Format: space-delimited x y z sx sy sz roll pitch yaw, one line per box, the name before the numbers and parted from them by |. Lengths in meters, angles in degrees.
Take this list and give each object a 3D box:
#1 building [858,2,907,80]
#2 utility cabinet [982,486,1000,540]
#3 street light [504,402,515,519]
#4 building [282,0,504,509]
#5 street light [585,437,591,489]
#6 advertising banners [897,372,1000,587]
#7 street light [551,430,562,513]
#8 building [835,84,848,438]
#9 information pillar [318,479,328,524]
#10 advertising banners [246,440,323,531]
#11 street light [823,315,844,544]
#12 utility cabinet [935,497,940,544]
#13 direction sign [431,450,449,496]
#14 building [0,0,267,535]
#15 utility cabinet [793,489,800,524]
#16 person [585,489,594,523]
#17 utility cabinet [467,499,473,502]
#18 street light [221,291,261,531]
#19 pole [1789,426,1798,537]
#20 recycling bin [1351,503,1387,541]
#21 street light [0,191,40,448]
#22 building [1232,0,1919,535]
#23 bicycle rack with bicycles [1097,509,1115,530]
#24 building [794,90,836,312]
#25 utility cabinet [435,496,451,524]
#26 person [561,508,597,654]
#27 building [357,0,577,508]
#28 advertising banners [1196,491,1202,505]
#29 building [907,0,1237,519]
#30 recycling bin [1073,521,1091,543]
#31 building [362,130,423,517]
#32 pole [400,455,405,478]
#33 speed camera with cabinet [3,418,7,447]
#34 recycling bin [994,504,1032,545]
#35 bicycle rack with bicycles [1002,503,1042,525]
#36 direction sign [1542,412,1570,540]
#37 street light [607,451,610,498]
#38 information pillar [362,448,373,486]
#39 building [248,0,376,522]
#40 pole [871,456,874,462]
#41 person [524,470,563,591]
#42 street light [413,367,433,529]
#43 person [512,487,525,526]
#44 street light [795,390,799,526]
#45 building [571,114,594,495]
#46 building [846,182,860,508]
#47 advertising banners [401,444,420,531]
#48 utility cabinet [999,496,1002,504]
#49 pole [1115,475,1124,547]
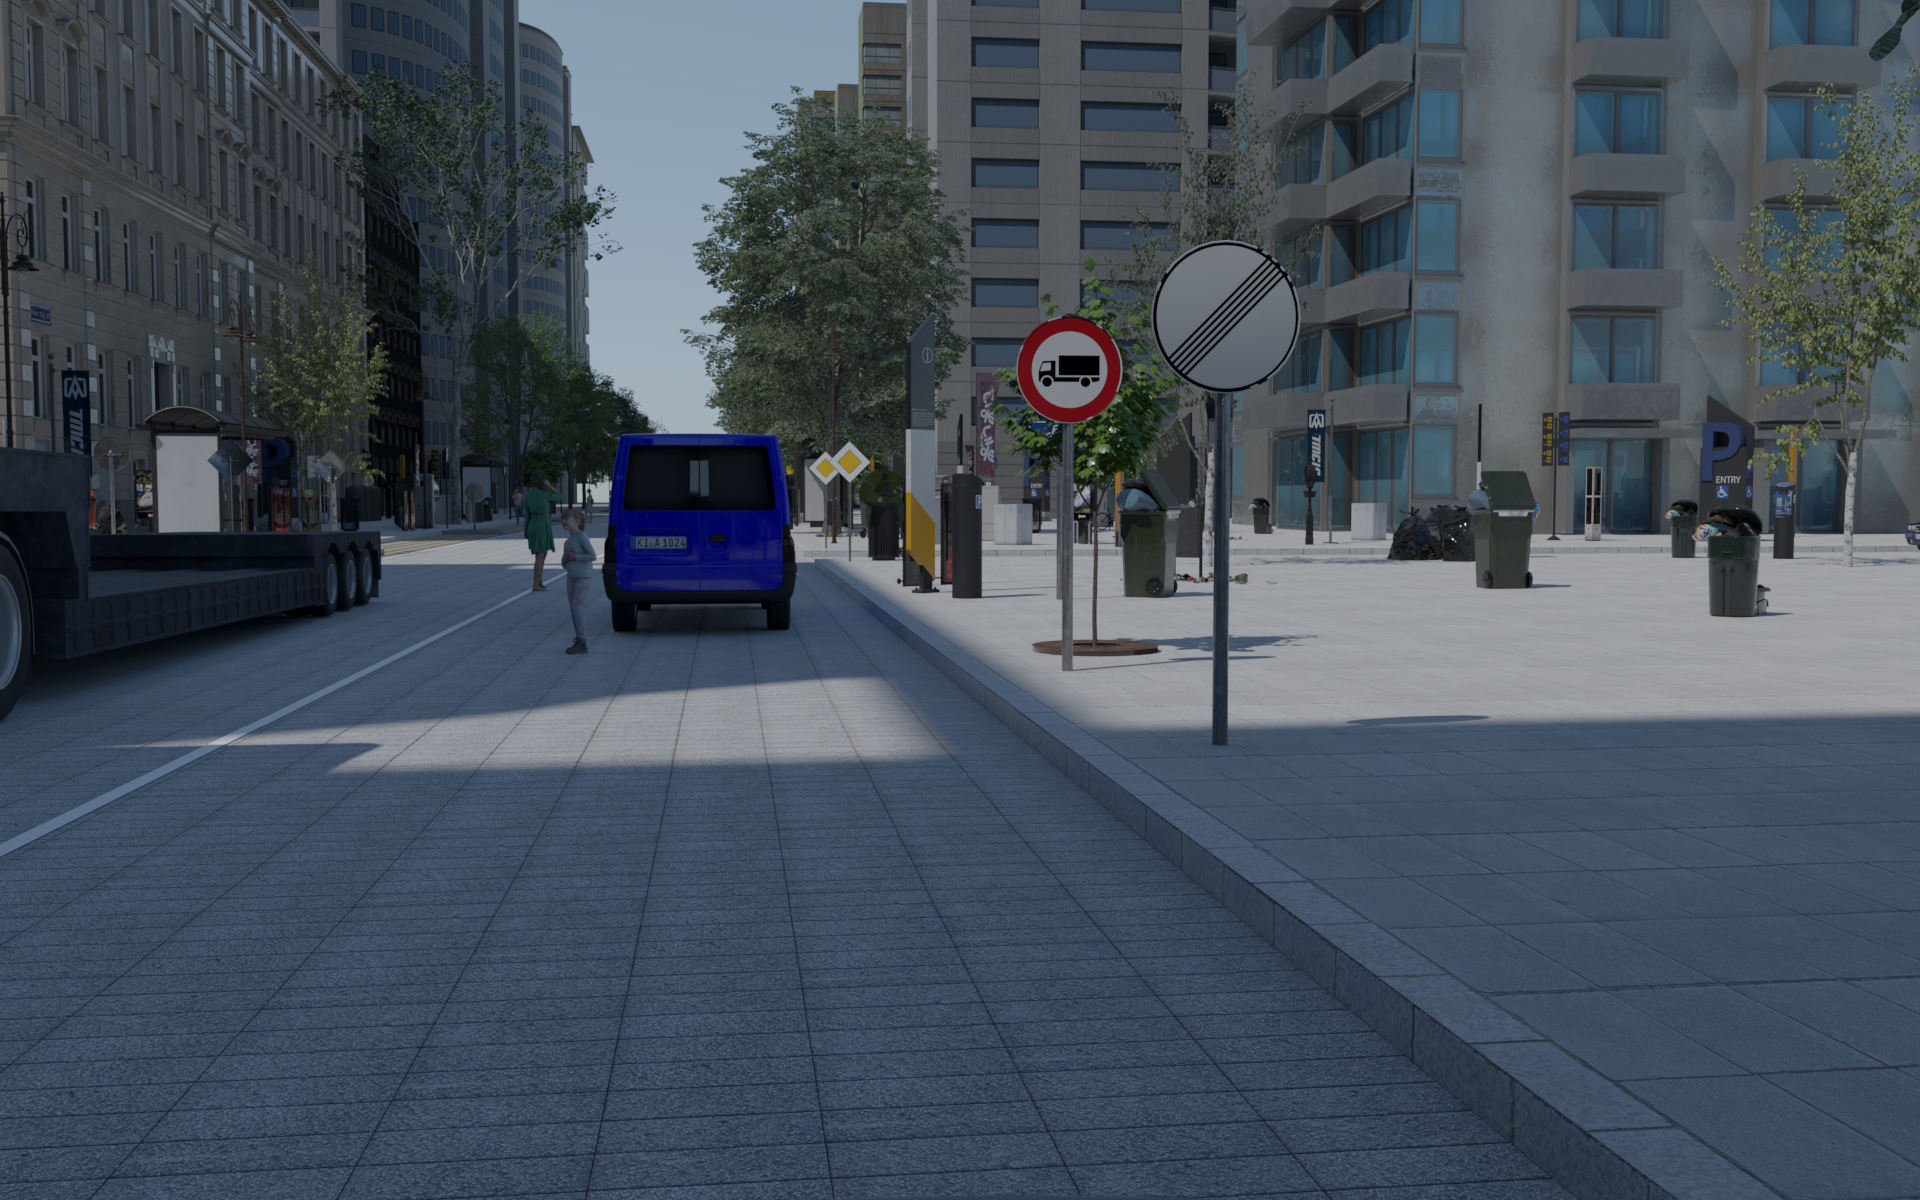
building | -1.803 -28.468 149.053 14.154 41.232 14.086 0 4 -8
utility cabinet | 0.480 -2.362 47.289 1.173 1.500 0.318 1 4 9
street light | -22.712 -7.004 87.297 0.468 5.910 1.993 0 4 -8
building | -50.958 -37.333 152.388 21.231 58.520 28.212 0 4 -8
street light | -29.706 -10.148 138.708 0.468 5.910 1.993 0 4 -8
advertising banners | -0.119 -1.736 24.566 0.090 3.025 2.074 3 5 44
street light | -25.866 -8.420 110.451 0.468 5.910 1.993 0 4 -8
building | -5.809 -30.178 177.003 14.154 41.232 14.086 0 4 -8
information pillar | -27.720 -4.334 75.356 0.304 2.012 0.304 1 4 8
advertising banners | -18.151 -3.069 46.362 2.074 3.025 0.090 -3 4 -36
street light | -3.268 -4.406 44.819 0.468 5.910 1.993 0 4 -8
utility cabinet | -0.913 -2.010 44.030 1.020 1.237 0.306 -2 4 -33
direction sign | -26.794 -5.954 89.345 0.876 3.537 0.379 -2 4 -26
building | -32.177 -15.853 56.466 12.463 27.353 25.104 0 4 -8
utility cabinet | -7.073 -3.925 72.859 0.318 1.500 1.173 1 4 14
person | -18.299 -4.649 85.508 0.522 1.701 0.512 0 4 3
utility cabinet | -23.430 -4.395 83.020 0.306 1.237 1.020 -1 4 -12
street light | -16.357 -4.082 39.529 0.468 5.910 1.993 0 4 -8
pole | 24.926 -3.548 51.847 0.158 3.312 0.155 0 3 0
recycling bin | 11.353 -2.173 48.079 0.722 1.027 0.722 -3 5 -44
street light | -14.638 -3.294 26.640 0.468 5.910 1.993 0 4 -8
building | 25.483 -27.178 63.968 30.456 49.044 23.786 0 4 -8
bicycle rack with bicycles | 6.661 -2.995 62.356 2.925 0.926 2.852 2 4 35
building | -14.174 -43.940 260.420 21.231 58.520 28.212 0 4 -8
utility cabinet | -21.953 -3.849 74.090 1.020 1.237 0.306 -2 4 -24
person | -3.467 -0.175 15.641 0.425 1.301 0.394 2 4 25
building | -59.789 -41.132 214.514 21.231 58.520 28.212 0 4 -8
advertising banners | 10.566 -5.004 78.003 0.090 3.025 2.074 2 4 25
building | 7.378 -34.235 101.736 21.231 58.520 28.212 0 4 -8
recycling bin | 3.032 -2.048 46.036 0.722 1.027 0.722 -1 4 -14
building | -39.510 -16.658 102.044 12.332 23.373 15.834 0 4 -8
pole | -29.578 -5.993 91.824 0.158 3.312 0.155 0 3 0
speed camera with cabinet | -25.520 -3.093 44.911 2.038 3.252 0.660 0 4 -7
recycling bin | 1.346 -1.908 43.745 0.722 1.027 0.722 3 4 37
bicycle rack with bicycles | 2.312 -3.551 71.439 2.852 0.926 2.925 0 4 6
direction sign | 16.484 -3.424 47.979 0.379 3.537 0.876 -2 4 -34
street light | -32.786 -11.565 161.873 0.468 5.910 1.993 0 4 -8
information pillar | -29.755 -5.847 86.958 0.504 3.616 0.183 -1 4 -10
building | -36.288 -17.386 81.523 12.463 27.353 25.104 0 4 -8
pole | -4.664 -6.018 92.241 0.158 3.312 0.155 0 3 0
person | -6.255 -1.037 25.704 0.600 1.795 0.529 1 4 16
street light | -19.580 -5.533 63.249 0.468 5.910 1.993 0 4 -8
person | -19.846 -4.226 78.189 0.643 1.750 0.593 2 4 26
street light | -6.475 -5.854 68.495 0.468 5.910 1.993 0 4 -8
building | -66.263 -39.917 241.873 28.713 52.752 27.495 0 4 -8
building | -3.791 -23.952 163.311 14.160 30.474 14.107 0 4 -8
advertising banners | -19.164 -3.934 60.511 0.090 3.025 2.074 0 3 0
utility cabinet | 1.144 -3.430 67.236 1.020 1.237 0.306 -2 4 -35
pole | 3.835 -2.922 41.611 0.158 3.312 0.155 0 3 0
